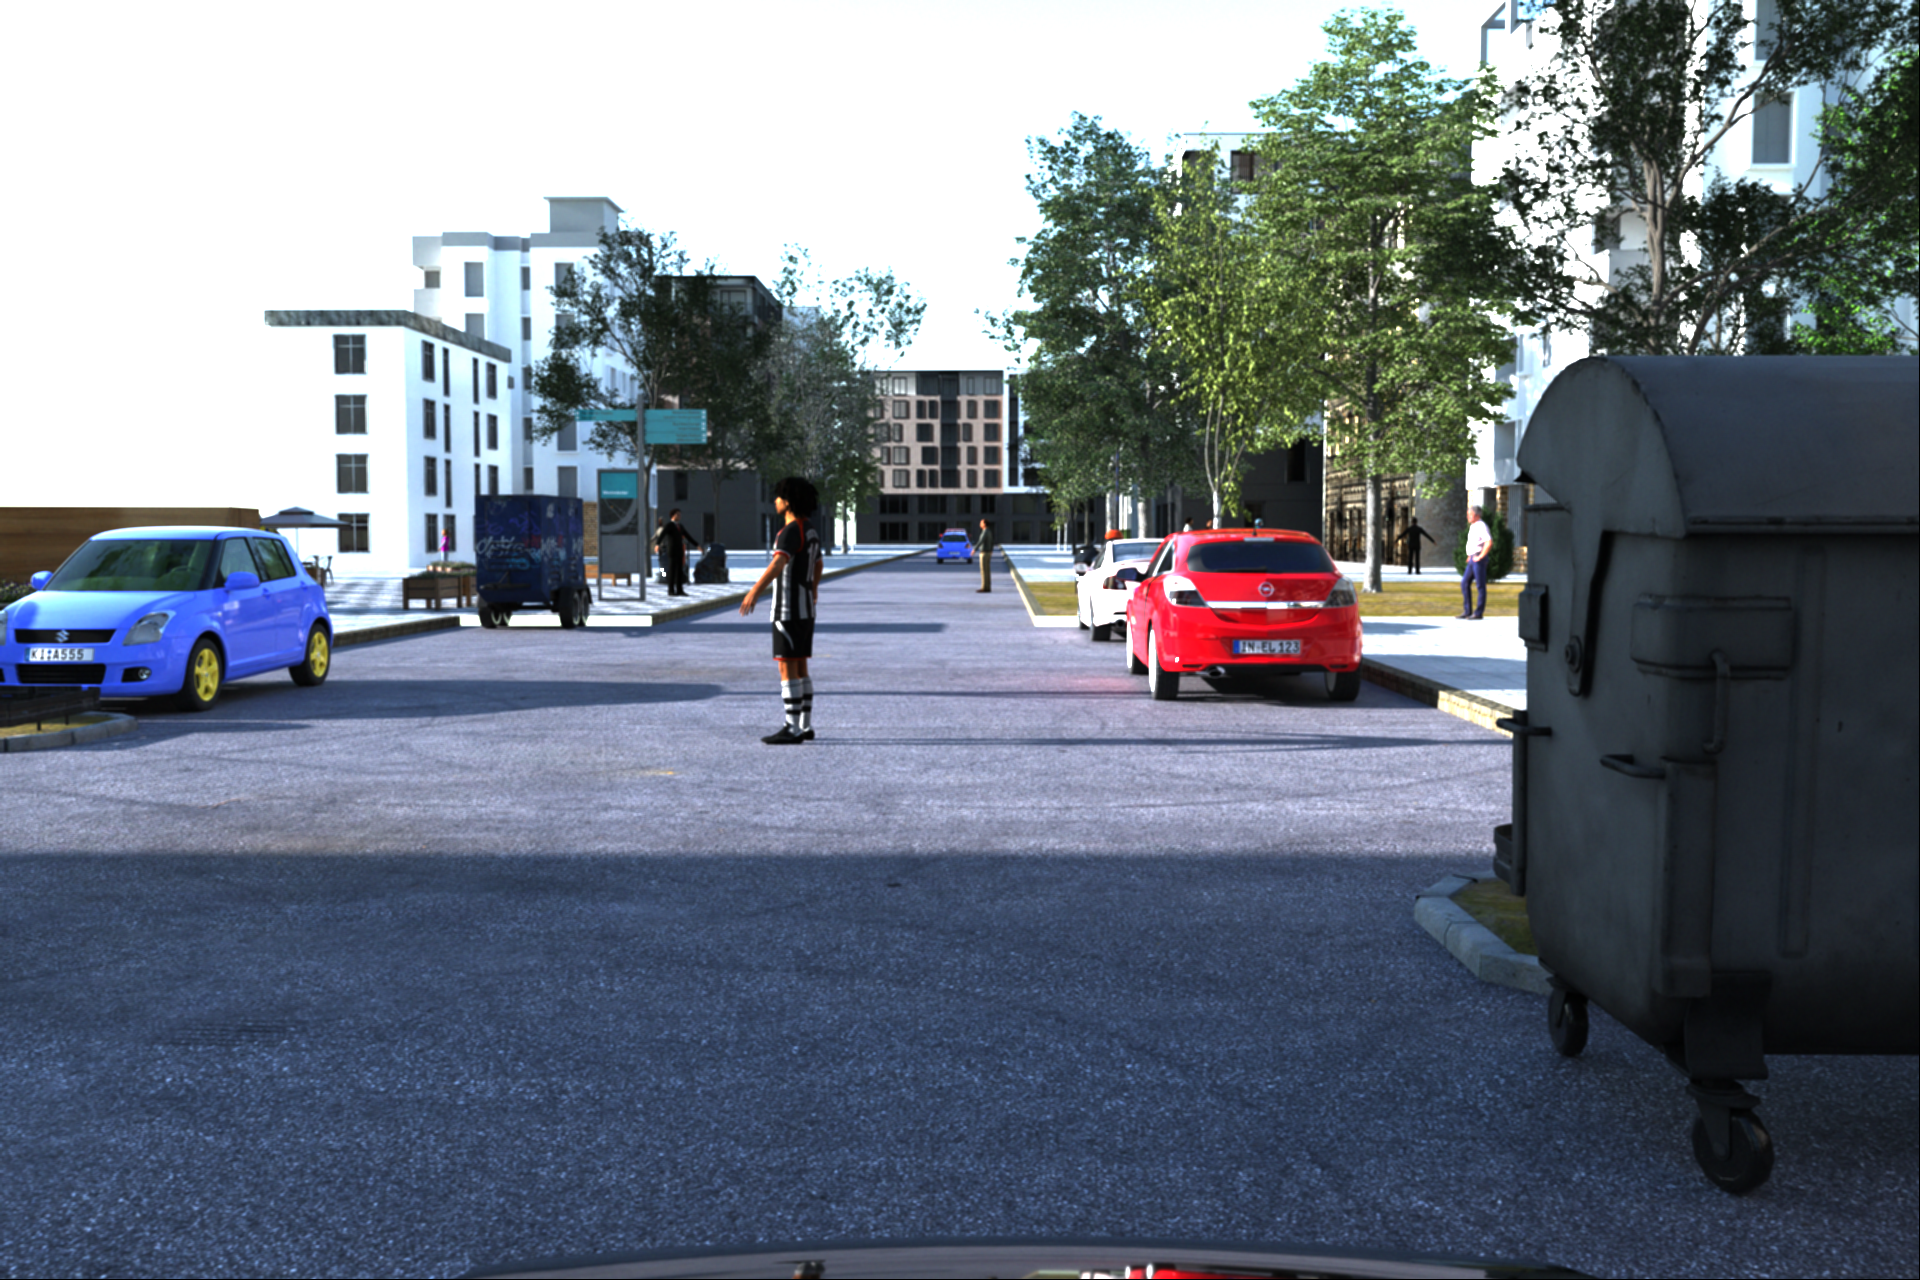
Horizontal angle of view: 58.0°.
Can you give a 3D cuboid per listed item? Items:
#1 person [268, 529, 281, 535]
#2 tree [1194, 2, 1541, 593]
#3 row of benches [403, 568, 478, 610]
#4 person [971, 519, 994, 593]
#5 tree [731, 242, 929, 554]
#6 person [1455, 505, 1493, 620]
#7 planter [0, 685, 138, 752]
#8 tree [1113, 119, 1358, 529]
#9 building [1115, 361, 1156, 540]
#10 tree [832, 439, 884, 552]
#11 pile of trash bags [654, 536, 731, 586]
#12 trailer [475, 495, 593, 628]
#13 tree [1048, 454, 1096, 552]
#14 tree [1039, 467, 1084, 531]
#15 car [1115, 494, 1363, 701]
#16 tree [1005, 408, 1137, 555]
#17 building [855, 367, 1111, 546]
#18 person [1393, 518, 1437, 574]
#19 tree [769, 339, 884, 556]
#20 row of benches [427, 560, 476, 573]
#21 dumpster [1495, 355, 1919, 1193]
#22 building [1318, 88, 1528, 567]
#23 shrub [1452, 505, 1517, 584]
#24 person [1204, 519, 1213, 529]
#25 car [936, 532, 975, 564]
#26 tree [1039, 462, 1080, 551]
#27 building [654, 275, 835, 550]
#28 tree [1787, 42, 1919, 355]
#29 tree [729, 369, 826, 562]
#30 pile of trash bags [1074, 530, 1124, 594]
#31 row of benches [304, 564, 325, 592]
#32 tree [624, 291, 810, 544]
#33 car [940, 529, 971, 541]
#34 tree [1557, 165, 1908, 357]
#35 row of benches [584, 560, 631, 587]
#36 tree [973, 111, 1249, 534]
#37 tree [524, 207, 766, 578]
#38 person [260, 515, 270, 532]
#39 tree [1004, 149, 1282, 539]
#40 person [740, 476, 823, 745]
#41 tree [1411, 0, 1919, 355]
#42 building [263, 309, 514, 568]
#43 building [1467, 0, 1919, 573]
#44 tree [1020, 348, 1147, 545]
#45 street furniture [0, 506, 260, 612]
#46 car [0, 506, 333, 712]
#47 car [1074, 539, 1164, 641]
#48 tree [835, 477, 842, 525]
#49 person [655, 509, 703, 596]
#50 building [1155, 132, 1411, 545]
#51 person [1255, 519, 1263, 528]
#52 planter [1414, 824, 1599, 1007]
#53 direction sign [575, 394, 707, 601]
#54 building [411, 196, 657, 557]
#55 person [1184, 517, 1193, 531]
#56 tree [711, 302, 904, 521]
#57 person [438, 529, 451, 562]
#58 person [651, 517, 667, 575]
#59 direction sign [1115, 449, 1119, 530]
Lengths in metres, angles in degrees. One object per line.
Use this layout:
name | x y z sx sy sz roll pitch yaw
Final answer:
person | -22.911 -3.149 57.258 0.705 1.858 1.354 3 5 40
tree | 8.958 -7.347 38.243 7.486 12.596 7.792 0 3 0
row of benches | -8.912 -0.950 31.001 1.422 0.672 4.104 0 4 5
person | 0.597 -2.067 42.530 0.705 1.796 1.348 1 4 21
tree | -8.755 -15.761 113.583 12.611 20.169 13.585 0 3 0
person | 7.710 -1.163 26.000 0.436 1.711 0.756 0 4 5
planter | -7.015 0.547 12.204 1.991 0.319 1.994 0 4 1
tree | 4.977 -4.976 31.724 4.737 8.622 4.395 0 3 0
building | 25.482 -19.449 184.455 16.747 18.905 31.486 0 4 1
tree | -7.755 -10.570 123.178 4.360 8.622 3.978 0 3 0
pile of trash bags | -6.963 -2.122 44.448 1.912 1.369 3.447 0 4 1
trailer | -6.541 -1.151 25.865 1.471 1.999 3.904 0 4 1
tree | 7.568 -10.791 126.788 4.360 8.622 3.978 0 3 0
tree | 7.759 -10.437 121.013 4.737 8.622 4.395 0 3 0
car | 2.577 -0.450 16.396 2.155 1.783 4.494 0 4 1
tree | 7.007 -10.479 105.742 8.767 10.594 7.601 0 3 0
building | 3.785 -23.105 224.192 32.646 21.610 27.936 0 4 3
person | 14.465 -2.990 55.115 1.346 1.802 0.704 2 4 23
tree | -8.143 -11.212 101.435 7.486 12.596 7.792 0 3 0
row of benches | -11.634 -1.485 39.740 1.422 0.672 4.104 -2 4 -24
dumpster | 2.381 0.244 4.229 1.865 1.857 1.264 0 4 1
building | 26.875 -14.927 74.982 19.493 23.208 18.063 0 4 1
shrub | 13.537 -2.486 44.687 1.661 2.075 1.752 0 3 0
person | 8.764 -3.340 60.741 0.704 1.812 1.346 3 5 40
car | -0.236 -4.579 84.450 1.945 1.707 3.694 0 4 1
tree | 7.848 -11.197 133.436 4.737 8.622 4.395 0 3 0
building | -26.396 -18.921 153.340 27.936 21.610 32.646 0 4 1
tree | 20.107 -6.602 33.702 9.928 11.665 9.643 0 3 0
tree | -8.896 -7.816 78.160 4.360 8.622 3.978 0 3 0
pile of trash bags | 3.386 -1.672 37.082 1.912 1.369 3.447 0 4 0
row of benches | -16.056 -1.362 37.733 4.104 0.672 1.422 0 4 -7
tree | -9.447 -8.012 65.413 8.767 10.594 7.601 2 4 34
car | -0.307 -7.145 125.501 2.281 1.827 5.304 0 4 1
tree | 19.620 -6.659 43.294 8.767 10.594 7.601 0 4 -1
row of benches | -10.040 -1.710 43.416 4.104 0.672 1.422 2 4 30
tree | 6.969 -13.486 76.382 12.611 20.169 13.585 0 3 0
tree | -9.433 -7.103 50.539 8.767 10.594 7.601 2 4 35
person | -16.478 -2.086 40.572 1.216 1.772 0.721 -3 5 -40
tree | 6.003 -9.163 56.475 9.857 13.997 8.962 0 3 0
person | -1.169 -0.202 11.911 0.704 1.843 1.345 1 4 14
tree | 9.393 -5.360 22.041 7.601 10.594 8.767 -1 4 -23
building | -24.928 -8.365 78.917 9.099 9.664 28.070 0 4 1
building | 23.674 -12.540 61.446 16.016 20.090 11.380 0 4 2
tree | 6.954 -10.404 95.860 9.928 11.665 9.643 0 3 0
street furniture | -15.992 -1.343 28.811 9.812 1.723 11.010 -1 4 -10
car | -6.901 -0.337 15.100 1.945 1.707 3.694 0 4 1
car | 2.682 -0.744 24.521 2.083 1.381 4.827 0 4 1
tree | -19.147 -19.399 223.836 9.857 13.997 8.962 0 3 0
person | -5.855 -1.811 35.803 0.705 1.806 1.347 2 4 34
building | 25.566 -15.946 104.696 27.936 21.610 32.646 0 4 1
person | 10.492 -3.336 60.662 0.704 1.817 1.347 -1 4 -12
planter | 2.672 0.925 6.024 1.991 0.319 1.994 0 4 1
direction sign | -6.068 -2.747 33.673 2.525 3.948 1.411 0 4 2
building | -24.664 -14.801 98.422 16.016 20.090 11.380 0 4 1
person | 7.217 -2.951 54.436 0.705 1.806 1.347 0 4 2
tree | -8.073 -11.077 91.482 12.009 13.543 11.850 0 3 0
person | -15.345 -2.580 51.444 0.599 1.433 0.991 0 4 -5
person | -9.245 -2.913 53.762 0.705 1.813 1.348 -3 5 -44
direction sign | 4.197 -3.323 46.334 0.379 3.537 0.876 0 4 2
